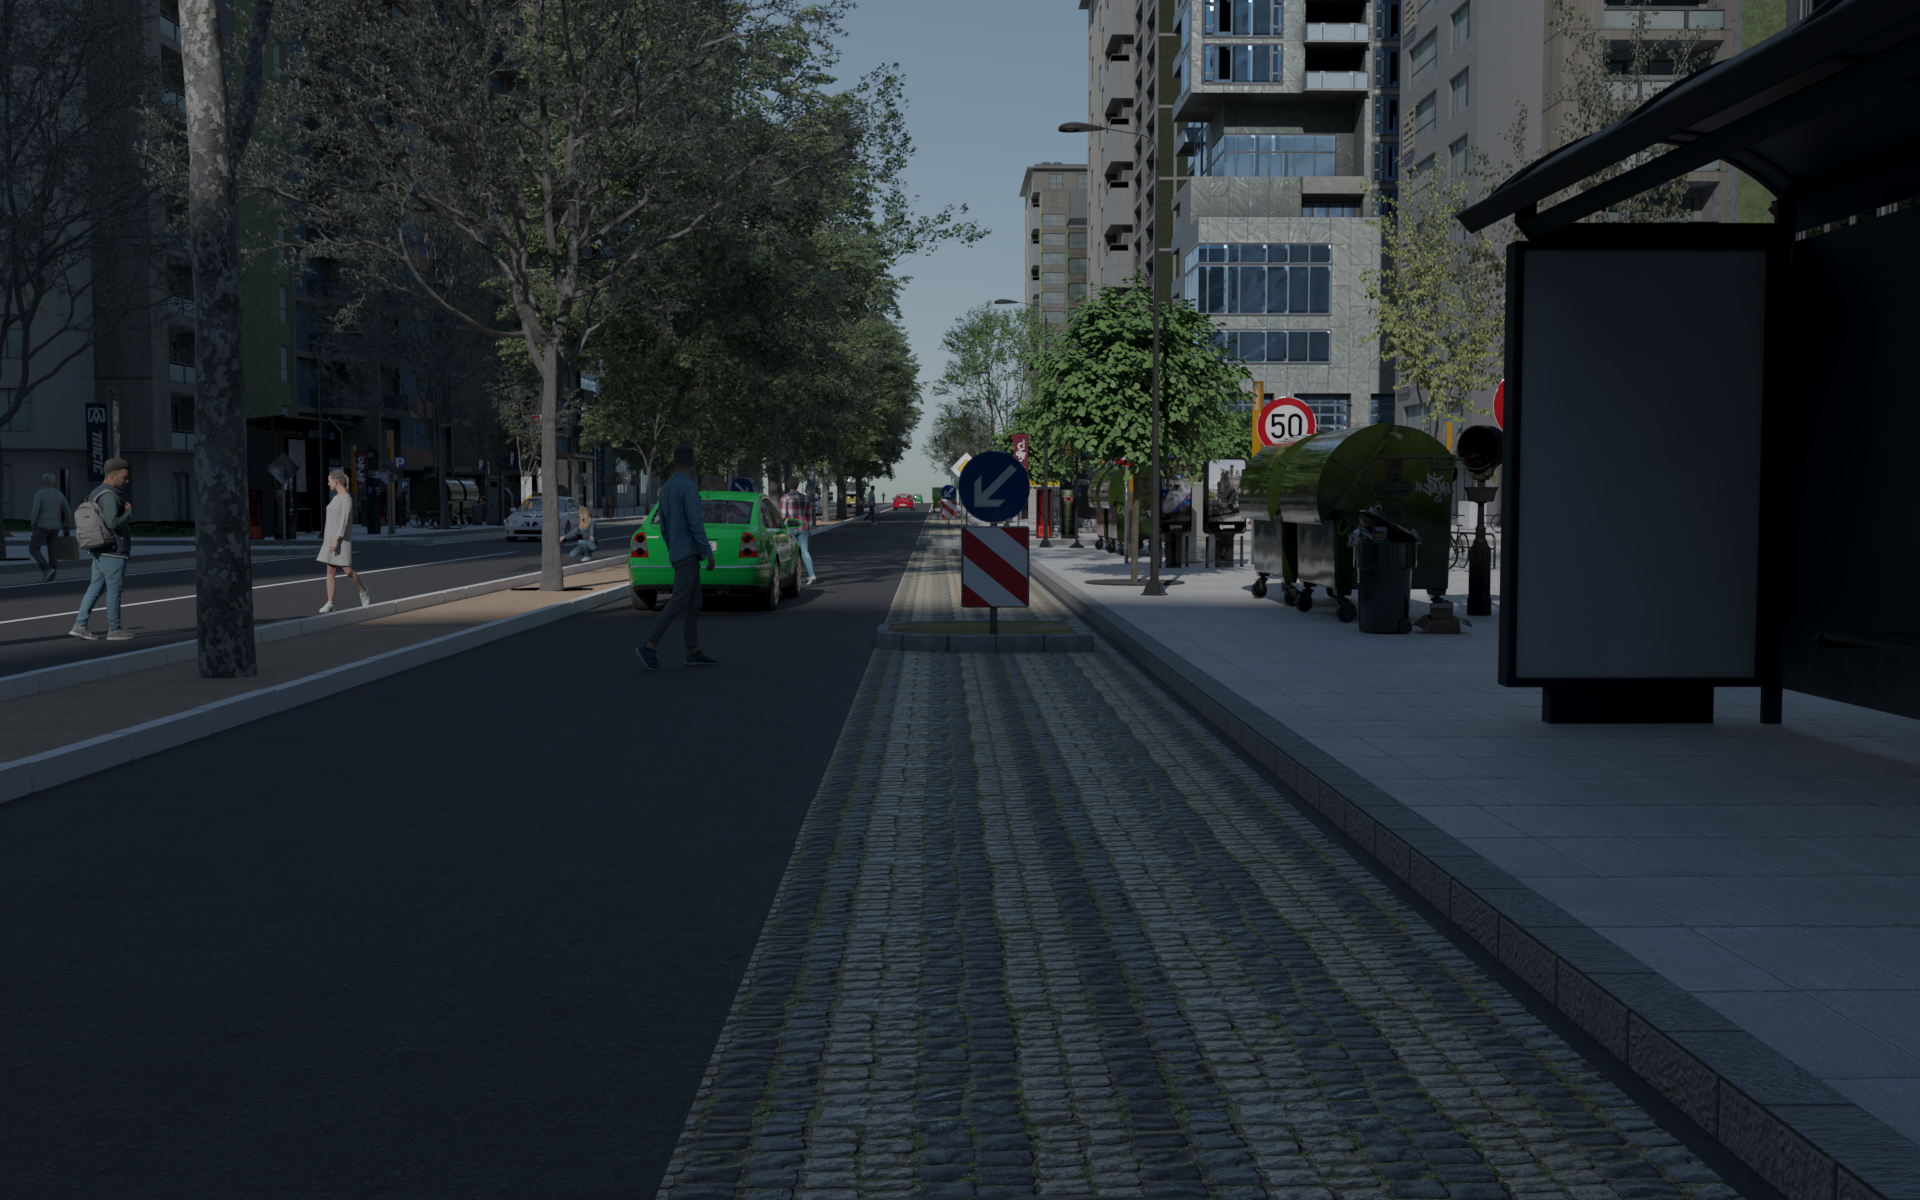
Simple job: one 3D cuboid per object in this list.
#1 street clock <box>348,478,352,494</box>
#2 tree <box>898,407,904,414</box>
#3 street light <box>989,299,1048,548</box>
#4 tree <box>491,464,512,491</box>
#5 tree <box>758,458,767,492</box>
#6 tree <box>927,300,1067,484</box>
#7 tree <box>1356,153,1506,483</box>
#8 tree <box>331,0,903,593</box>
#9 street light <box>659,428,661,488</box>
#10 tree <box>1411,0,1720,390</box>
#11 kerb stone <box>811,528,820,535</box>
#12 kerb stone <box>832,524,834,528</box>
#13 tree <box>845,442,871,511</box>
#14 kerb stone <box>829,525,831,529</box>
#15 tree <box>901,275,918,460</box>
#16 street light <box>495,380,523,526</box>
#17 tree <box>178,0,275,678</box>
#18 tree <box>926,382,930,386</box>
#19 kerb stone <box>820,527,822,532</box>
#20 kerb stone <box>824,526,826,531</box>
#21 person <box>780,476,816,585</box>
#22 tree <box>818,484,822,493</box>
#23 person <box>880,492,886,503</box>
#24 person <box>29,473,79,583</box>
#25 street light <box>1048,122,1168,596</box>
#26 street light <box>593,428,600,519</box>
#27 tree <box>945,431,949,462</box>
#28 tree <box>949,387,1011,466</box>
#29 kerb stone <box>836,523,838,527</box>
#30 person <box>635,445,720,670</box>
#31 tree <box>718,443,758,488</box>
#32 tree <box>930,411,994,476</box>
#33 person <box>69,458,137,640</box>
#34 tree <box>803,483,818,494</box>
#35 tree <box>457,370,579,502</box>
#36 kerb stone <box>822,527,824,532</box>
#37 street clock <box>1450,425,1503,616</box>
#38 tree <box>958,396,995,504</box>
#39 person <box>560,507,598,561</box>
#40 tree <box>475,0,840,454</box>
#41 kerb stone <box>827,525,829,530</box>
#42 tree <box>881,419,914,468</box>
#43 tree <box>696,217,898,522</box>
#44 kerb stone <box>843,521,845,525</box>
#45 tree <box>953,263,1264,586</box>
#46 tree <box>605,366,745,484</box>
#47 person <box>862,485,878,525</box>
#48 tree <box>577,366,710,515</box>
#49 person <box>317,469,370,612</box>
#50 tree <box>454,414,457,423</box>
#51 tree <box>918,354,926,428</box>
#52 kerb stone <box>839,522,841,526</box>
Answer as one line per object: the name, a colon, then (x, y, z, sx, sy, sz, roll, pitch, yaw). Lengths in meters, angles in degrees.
street clock: (-27.663, -4.528, 78.610, 0.358, 2.002, 0.471, -1, 4, -8)
tree: (-6.717, -10.196, 87.288, 7.486, 12.596, 7.792, 0, 3, 0)
street light: (1.512, -4.211, 41.391, 1.470, 5.913, 1.316, 0, 4, -1)
tree: (-29.270, -7.065, 110.118, 1.663, 3.219, 1.824, 0, 3, 0)
tree: (-20.618, -13.443, 170.149, 4.737, 8.622, 4.395, 0, 3, 0)
tree: (2.219, -10.142, 91.581, 9.928, 11.665, 9.643, 0, 3, 0)
tree: (10.398, -5.335, 37.597, 4.737, 8.622, 4.395, 0, 3, 0)
tree: (-6.063, -6.881, 25.325, 12.009, 13.543, 11.850, 0, 3, 0)
street light: (-18.578, -8.433, 110.425, 1.470, 5.913, 1.316, 0, 4, -1)
tree: (9.049, -4.585, 25.323, 4.360, 8.622, 3.978, 0, 3, 0)
kerb stone: (-5.248, -2.476, 62.678, 0.120, 0.150, 1.000, 0, 4, -1)
kerb stone: (-5.365, -2.978, 70.890, 0.120, 0.150, 1.000, 0, 4, -1)
tree: (-6.860, -9.241, 103.907, 4.360, 8.622, 3.978, 0, 3, 0)
kerb stone: (-5.335, -2.849, 68.833, 0.120, 0.150, 1.000, 0, 4, -1)
tree: (-6.007, -9.006, 56.354, 9.857, 13.997, 8.962, 0, 3, 0)
street light: (-17.990, -5.938, 69.633, 1.470, 5.913, 1.316, 0, 4, -1)
tree: (-4.512, -9.405, 12.119, 12.611, 20.169, 13.585, 0, 3, 0)
tree: (-6.421, -12.345, 110.946, 9.857, 13.997, 8.962, 0, 3, 0)
kerb stone: (-5.261, -2.535, 63.718, 0.120, 0.150, 1.000, 0, 4, -1)
kerb stone: (-5.295, -2.662, 65.762, 0.120, 0.150, 1.000, 0, 4, -1)
person: (-2.585, -1.105, 27.402, 0.563, 1.720, 0.643, -2, 4, -30)
tree: (-22.573, -16.998, 272.519, 1.663, 3.219, 1.824, 0, 3, 0)
person: (-12.145, -16.271, 274.552, 1.348, 1.821, 0.705, 3, 5, 42)
person: (-14.725, -1.174, 28.174, 0.515, 1.767, 0.782, 2, 4, 24)
street light: (1.925, -3.012, 21.792, 1.470, 5.913, 1.316, 0, 4, -1)
street light: (-18.384, -7.182, 89.963, 1.470, 5.913, 1.316, 0, 4, -1)
tree: (0.904, -12.551, 155.578, 4.360, 8.622, 3.978, 0, 3, 0)
tree: (1.875, -10.215, 117.378, 4.360, 8.622, 3.978, 0, 3, 0)
kerb stone: (-5.402, -3.166, 73.961, 0.120, 0.150, 1.000, 0, 4, -1)
person: (-2.354, -0.365, 14.337, 0.748, 1.841, 0.638, -1, 4, -22)
tree: (-21.144, -12.428, 153.567, 4.737, 8.622, 4.395, 0, 3, 0)
tree: (1.131, -15.573, 189.032, 7.601, 10.594, 8.767, 3, 5, 42)
person: (-8.346, -0.498, 16.983, 0.623, 1.781, 0.721, 2, 4, 34)
tree: (-21.554, -15.283, 244.479, 1.663, 3.219, 1.824, 0, 3, 0)
tree: (-19.666, -7.847, 78.662, 4.360, 8.622, 3.978, 0, 3, 0)
kerb stone: (-5.278, -2.602, 64.740, 0.120, 0.150, 1.000, 0, 4, -1)
street clock: (5.489, -0.837, 18.257, 0.358, 2.002, 0.471, -3, 5, -45)
tree: (0.137, -18.756, 217.035, 12.009, 13.543, 11.850, 0, 3, 0)
person: (-8.063, -1.416, 37.148, 0.738, 1.151, 1.012, -3, 5, -44)
tree: (-5.952, -7.859, 37.615, 9.857, 13.997, 8.962, 0, 3, 0)
kerb stone: (-5.318, -2.790, 67.807, 0.120, 0.150, 1.000, 0, 4, -1)
tree: (-7.127, -11.213, 120.198, 8.767, 10.594, 7.601, 0, 4, -1)
tree: (-6.408, -8.842, 65.147, 7.486, 12.596, 7.792, 0, 3, 0)
kerb stone: (-5.475, -3.480, 79.092, 0.120, 0.150, 1.000, 0, 4, -1)
tree: (2.541, -2.504, 24.655, 4.285, 4.588, 4.351, 0, 3, 0)
tree: (-19.413, -12.278, 117.747, 9.611, 12.733, 9.660, 0, 3, 0)
person: (-4.208, -4.437, 80.884, 0.795, 1.843, 0.661, 0, 4, 3)
tree: (-19.061, -10.437, 105.063, 8.767, 10.594, 7.601, -1, 4, -8)
person: (-7.585, -0.733, 21.235, 0.466, 1.731, 0.760, 1, 4, 18)
tree: (-28.513, -9.452, 104.903, 4.360, 8.622, 3.978, 0, 3, 0)
tree: (-6.568, -11.431, 96.003, 9.857, 13.997, 8.962, 0, 3, 0)
kerb stone: (-5.437, -3.291, 76.006, 0.120, 0.150, 1.000, 0, 4, -1)
